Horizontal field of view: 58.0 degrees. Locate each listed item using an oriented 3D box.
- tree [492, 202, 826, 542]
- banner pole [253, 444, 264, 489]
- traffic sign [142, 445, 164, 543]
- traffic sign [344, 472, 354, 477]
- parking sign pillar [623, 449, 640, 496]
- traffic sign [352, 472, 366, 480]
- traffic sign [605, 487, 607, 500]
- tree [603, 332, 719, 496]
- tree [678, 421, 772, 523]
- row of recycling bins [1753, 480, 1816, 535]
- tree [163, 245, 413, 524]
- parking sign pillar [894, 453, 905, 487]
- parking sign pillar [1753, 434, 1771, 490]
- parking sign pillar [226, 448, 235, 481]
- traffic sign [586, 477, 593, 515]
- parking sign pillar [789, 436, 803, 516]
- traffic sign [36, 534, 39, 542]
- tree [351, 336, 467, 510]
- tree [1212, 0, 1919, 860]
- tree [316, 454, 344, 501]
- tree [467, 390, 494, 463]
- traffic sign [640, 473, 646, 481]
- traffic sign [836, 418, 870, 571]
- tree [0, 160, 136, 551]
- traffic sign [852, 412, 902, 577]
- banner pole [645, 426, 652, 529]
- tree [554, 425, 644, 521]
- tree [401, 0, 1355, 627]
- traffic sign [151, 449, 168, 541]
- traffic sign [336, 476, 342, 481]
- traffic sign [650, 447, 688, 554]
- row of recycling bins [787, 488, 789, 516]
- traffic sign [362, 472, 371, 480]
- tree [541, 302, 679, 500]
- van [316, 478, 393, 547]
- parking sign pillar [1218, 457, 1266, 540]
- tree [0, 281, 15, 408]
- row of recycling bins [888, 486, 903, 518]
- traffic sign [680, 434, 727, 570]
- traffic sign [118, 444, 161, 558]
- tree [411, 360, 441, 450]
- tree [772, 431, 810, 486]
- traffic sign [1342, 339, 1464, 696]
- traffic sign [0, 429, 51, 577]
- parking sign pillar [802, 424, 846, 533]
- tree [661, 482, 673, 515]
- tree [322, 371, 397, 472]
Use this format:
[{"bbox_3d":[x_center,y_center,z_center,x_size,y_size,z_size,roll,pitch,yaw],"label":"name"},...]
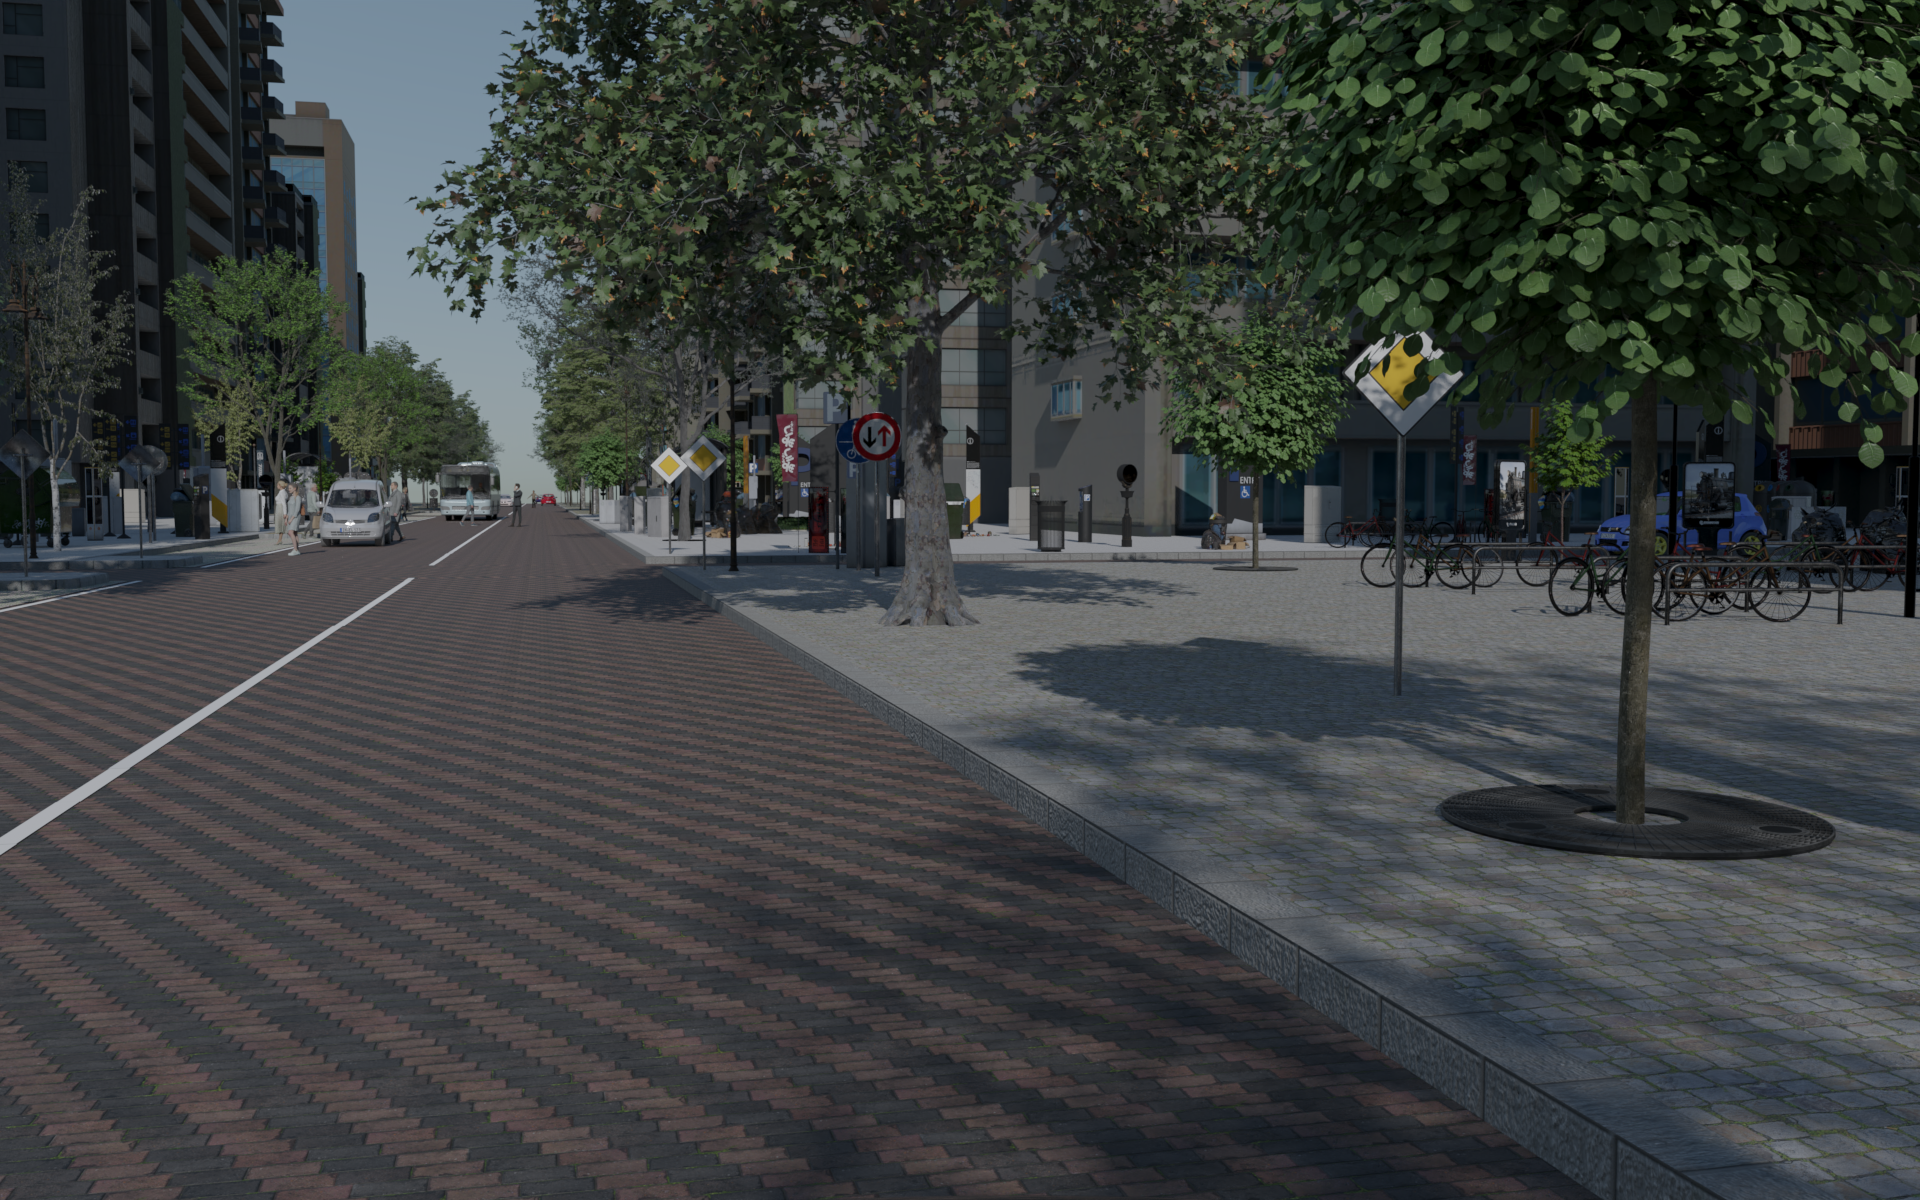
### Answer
[{"bbox_3d":[-7.371,-8.348,46.853,12.009,13.543,11.850,0,3,0],"label":"tree"},{"bbox_3d":[-34.996,-5.894,86.388,0.863,3.779,0.401,2,4,26],"label":"banner pole"},{"bbox_3d":[-21.210,-2.764,45.303,0.768,2.556,0.104,-1,4,-12],"label":"traffic sign"},{"bbox_3d":[-34.943,-6.068,99.310,0.768,2.556,0.104,0,4,-7],"label":"traffic sign"},{"bbox_3d":[-20.523,-7.315,108.079,1.447,3.967,1.447,-3,5,-44],"label":"parking sign pillar"},{"bbox_3d":[-33.921,-5.973,97.772,0.768,2.556,0.104,0,4,-7],"label":"traffic sign"},{"bbox_3d":[-19.840,-5.935,97.140,0.768,2.556,0.104,0,4,-6],"label":"traffic sign"},{"bbox_3d":[-9.723,-6.539,57.275,4.360,8.622,3.978,0,3,0],"label":"tree"},{"bbox_3d":[-11.084,-5.789,78.363,4.285,4.588,4.351,0,3,0],"label":"tree"},{"bbox_3d":[25.595,-2.854,53.779,1.069,1.692,3.534,0,4,7],"label":"row of recycling bins"},{"bbox_3d":[-29.236,-9.042,73.585,9.928,11.665,9.643,0,3,0],"label":"tree"},{"bbox_3d":[-3.268,-6.526,95.179,1.447,3.967,1.447,1,4,12],"label":"parking sign pillar"},{"bbox_3d":[28.572,-4.533,62.583,1.447,3.967,1.447,2,4,27],"label":"parking sign pillar"},{"bbox_3d":[-42.820,-6.910,101.455,1.447,3.967,1.447,-1,4,-12],"label":"parking sign pillar"},{"bbox_3d":[-22.716,-6.533,106.922,0.768,2.556,0.104,0,4,-5],"label":"traffic sign"},{"bbox_3d":[-6.501,-5.135,72.429,1.447,3.967,1.447,-1,4,-9],"label":"parking sign pillar"},{"bbox_3d":[-24.724,-2.827,46.323,0.768,2.556,0.104,-1,4,-10],"label":"traffic sign"},{"bbox_3d":[-44.392,-14.172,138.368,9.857,13.997,8.962,0,3,0],"label":"tree"},{"bbox_3d":[2.625,-1.396,6.547,4.285,4.588,4.351,0,3,0],"label":"tree"},{"bbox_3d":[-30.567,-5.428,83.357,1.663,3.219,1.824,0,3,0],"label":"tree"},{"bbox_3d":[-54.354,-16.813,181.543,9.857,13.997,8.962,0,3,0],"label":"tree"},{"bbox_3d":[-18.490,-6.133,100.387,0.768,2.556,0.104,-1,4,-13],"label":"traffic sign"},{"bbox_3d":[-1.701,-1.767,28.992,0.768,2.556,0.104,-1,4,-10],"label":"traffic sign"},{"bbox_3d":[-20.204,-5.387,38.433,4.360,8.622,3.978,0,3,0],"label":"tree"},{"bbox_3d":[-1.289,-1.639,26.902,0.768,2.556,0.104,0,4,-5],"label":"traffic sign"},{"bbox_3d":[-11.438,-4.506,63.693,0.401,3.779,0.863,-2,4,-25],"label":"banner pole"},{"bbox_3d":[-16.742,-6.009,81.966,4.285,4.588,4.351,0,3,0],"label":"tree"},{"bbox_3d":[-0.436,-6.102,16.780,9.611,12.733,9.660,0,3,0],"label":"tree"},{"bbox_3d":[-22.090,-2.895,47.437,0.768,2.556,0.104,0,4,-8],"label":"traffic sign"},{"bbox_3d":[-35.995,-6.097,99.784,0.768,2.556,0.104,0,4,-8],"label":"traffic sign"},{"bbox_3d":[-6.207,-2.040,37.000,0.795,2.450,0.064,-1,4,-14],"label":"traffic sign"},{"bbox_3d":[-6.214,-4.315,77.667,3.534,1.692,1.069,2,4,25],"label":"row of recycling bins"},{"bbox_3d":[-34.703,-6.165,100.909,0.768,2.556,0.104,0,4,-4],"label":"traffic sign"},{"bbox_3d":[-17.952,-10.534,90.353,7.486,12.596,7.792,0,3,0],"label":"tree"},{"bbox_3d":[-16.873,-2.532,48.409,2.013,2.044,4.112,-1,4,-15],"label":"van"},{"bbox_3d":[7.861,-3.673,48.518,1.447,3.967,1.447,-2,4,-31],"label":"parking sign pillar"},{"bbox_3d":[-15.360,-6.218,18.673,9.611,12.733,9.660,0,3,0],"label":"tree"},{"bbox_3d":[-2.980,-5.194,92.039,1.069,1.692,3.534,1,4,19],"label":"row of recycling bins"},{"bbox_3d":[-4.327,-1.566,29.239,0.795,2.450,0.064,-1,4,-14],"label":"traffic sign"},{"bbox_3d":[-16.364,-1.892,34.570,0.795,2.450,0.064,-1,4,-14],"label":"traffic sign"},{"bbox_3d":[-40.786,-12.012,122.147,9.928,11.665,9.643,0,3,0],"label":"tree"},{"bbox_3d":[-8.582,-6.569,91.125,4.285,4.588,4.351,0,3,0],"label":"tree"},{"bbox_3d":[2.784,-0.598,10.957,0.795,2.450,0.064,0,4,-7],"label":"traffic sign"},{"bbox_3d":[-14.484,-1.417,26.809,0.795,2.450,0.064,-1,4,-14],"label":"traffic sign"},{"bbox_3d":[-4.315,-4.226,57.564,1.447,3.967,1.447,0,4,3],"label":"parking sign pillar"},{"bbox_3d":[-17.053,-6.761,105.136,1.663,3.219,1.824,0,3,0],"label":"tree"},{"bbox_3d":[-36.469,-9.428,104.518,4.737,8.622,4.395,0,3,0],"label":"tree"}]
